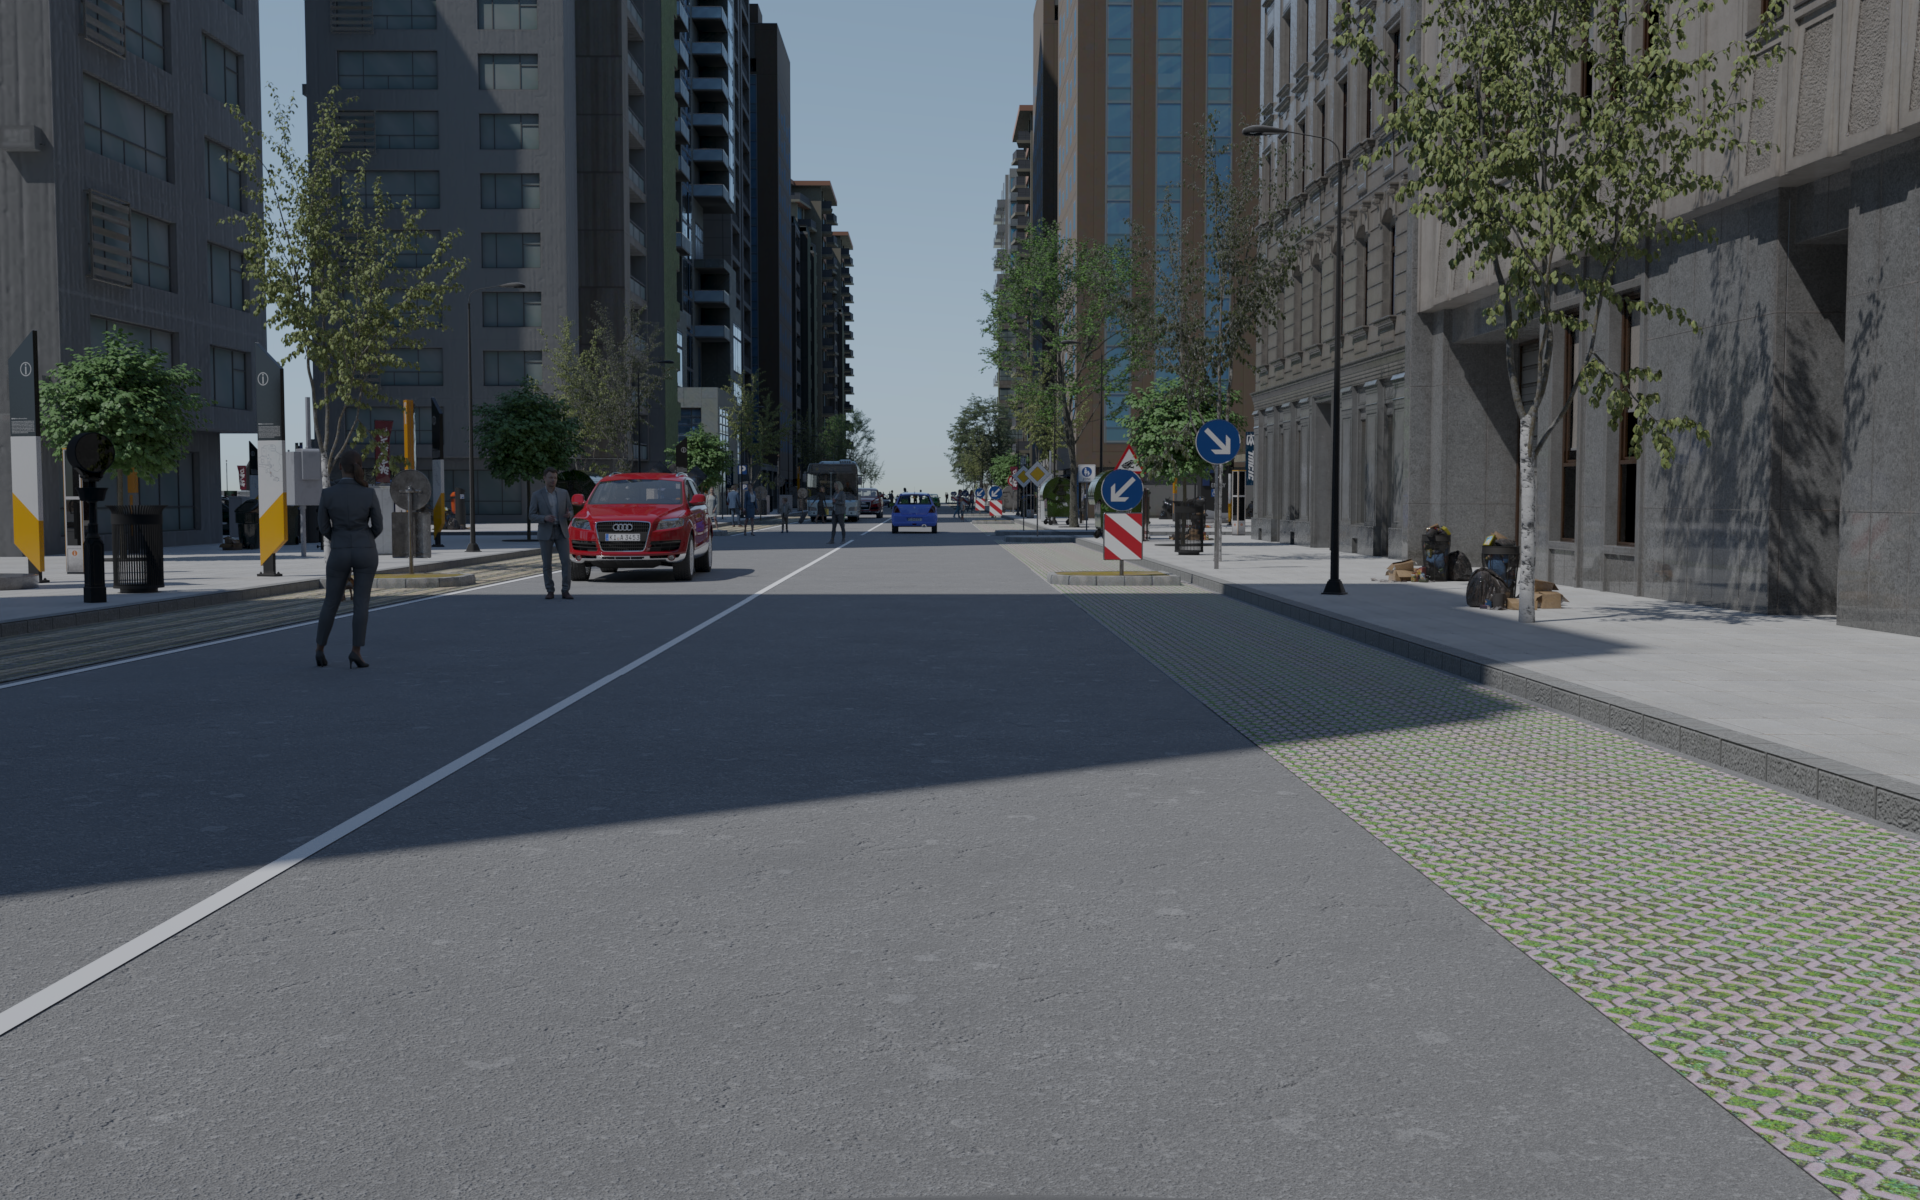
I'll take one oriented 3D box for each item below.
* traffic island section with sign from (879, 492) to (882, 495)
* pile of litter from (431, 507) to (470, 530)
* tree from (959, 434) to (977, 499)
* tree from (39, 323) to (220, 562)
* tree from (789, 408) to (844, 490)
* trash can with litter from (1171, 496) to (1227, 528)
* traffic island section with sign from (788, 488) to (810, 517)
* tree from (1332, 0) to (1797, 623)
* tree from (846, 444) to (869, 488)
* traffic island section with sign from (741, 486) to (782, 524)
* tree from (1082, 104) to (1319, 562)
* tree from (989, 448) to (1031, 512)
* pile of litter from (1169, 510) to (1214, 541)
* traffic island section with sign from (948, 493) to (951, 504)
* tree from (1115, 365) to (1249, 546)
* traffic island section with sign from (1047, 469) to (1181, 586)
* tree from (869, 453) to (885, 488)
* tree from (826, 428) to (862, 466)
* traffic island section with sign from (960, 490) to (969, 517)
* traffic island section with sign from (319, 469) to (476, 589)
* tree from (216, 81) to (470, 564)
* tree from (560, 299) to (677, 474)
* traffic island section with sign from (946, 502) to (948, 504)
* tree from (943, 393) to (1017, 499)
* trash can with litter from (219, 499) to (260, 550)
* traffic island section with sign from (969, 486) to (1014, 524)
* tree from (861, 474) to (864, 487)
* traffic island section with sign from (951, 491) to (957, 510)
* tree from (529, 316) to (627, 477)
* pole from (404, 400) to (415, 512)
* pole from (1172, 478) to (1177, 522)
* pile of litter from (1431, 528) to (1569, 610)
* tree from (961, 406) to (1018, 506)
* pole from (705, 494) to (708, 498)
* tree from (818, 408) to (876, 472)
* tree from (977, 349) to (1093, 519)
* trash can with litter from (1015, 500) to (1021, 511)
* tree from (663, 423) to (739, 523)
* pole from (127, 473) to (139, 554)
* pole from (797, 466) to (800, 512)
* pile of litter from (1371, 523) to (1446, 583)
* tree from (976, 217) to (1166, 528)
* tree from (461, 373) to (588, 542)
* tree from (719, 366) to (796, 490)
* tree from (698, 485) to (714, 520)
[{"bbox_3d":[-12.398,-15.977,269.854,1.989,1.847,2.006,0,4,-1],"label":"traffic island section with sign"},{"bbox_3d":[-18.325,-2.949,62.175,1.719,0.858,1.176,3,4,38],"label":"pile of litter"},{"bbox_3d":[2.118,-15.758,208.012,4.737,8.622,4.395,0,3,0],"label":"tree"},{"bbox_3d":[-16.121,-3.040,33.417,4.285,4.588,4.351,0,3,0],"label":"tree"},{"bbox_3d":[-12.866,-12.209,149.982,4.360,8.622,3.978,0,3,0],"label":"tree"},{"bbox_3d":[8.973,-3.357,65.939,1.678,1.210,2.233,-2,4,-34],"label":"trash can with litter"},{"bbox_3d":[-9.973,-6.211,110.171,1.989,1.847,2.006,0,4,-1],"label":"traffic island section with sign"},{"bbox_3d":[5.634,-4.065,16.826,4.737,8.622,4.395,0,3,0],"label":"tree"},{"bbox_3d":[-14.710,-17.310,233.375,4.360,8.622,3.978,0,3,0],"label":"tree"},{"bbox_3d":[-9.551,-4.562,83.219,1.989,1.847,2.006,0,4,-1],"label":"traffic island section with sign"},{"bbox_3d":[4.743,-5.046,32.860,4.360,8.622,3.978,0,3,0],"label":"tree"},{"bbox_3d":[3.681,-8.535,123.256,4.285,4.588,4.351,0,3,0],"label":"tree"},{"bbox_3d":[6.467,-2.105,48.389,1.176,0.858,1.719,0,4,-6],"label":"pile of litter"},{"bbox_3d":[-0.021,-10.939,187.477,1.989,1.847,2.006,0,4,-1],"label":"traffic island section with sign"},{"bbox_3d":[5.479,-3.622,42.929,4.285,4.588,4.351,0,3,0],"label":"tree"},{"bbox_3d":[2.418,-1.172,27.794,1.989,1.847,2.006,0,4,-1],"label":"traffic island section with sign"},{"bbox_3d":[-14.520,-18.949,260.174,4.360,8.622,3.978,0,3,0],"label":"tree"},{"bbox_3d":[-13.114,-14.879,193.638,4.737,8.622,4.395,0,3,0],"label":"tree"},{"bbox_3d":[1.146,-6.220,110.330,1.989,1.847,2.006,0,4,-1],"label":"traffic island section with sign"},{"bbox_3d":[-8.693,-1.126,27.044,1.989,1.847,2.006,0,4,-1],"label":"traffic island section with sign"},{"bbox_3d":[-11.401,-4.961,31.471,4.737,8.622,4.395,0,3,0],"label":"tree"},{"bbox_3d":[-12.646,-6.982,64.513,4.360,8.622,3.978,0,3,0],"label":"tree"},{"bbox_3d":[-0.856,-14.304,242.494,1.989,1.847,2.006,0,4,-1],"label":"traffic island section with sign"},{"bbox_3d":[2.768,-19.094,218.839,9.857,13.997,8.962,0,3,0],"label":"tree"},{"bbox_3d":[-16.481,-1.740,39.831,0.624,1.170,1.055,1,4,19],"label":"trash can with litter"},{"bbox_3d":[1.571,-4.543,82.904,1.989,1.847,2.006,0,4,-1],"label":"traffic island section with sign"},{"bbox_3d":[-14.089,-14.692,223.928,4.285,4.588,4.351,0,3,0],"label":"tree"},{"bbox_3d":[0.391,-9.266,160.127,1.989,1.847,2.006,0,4,-1],"label":"traffic island section with sign"},{"bbox_3d":[-15.603,-7.387,71.141,4.737,8.622,4.395,0,3,0],"label":"tree"},{"bbox_3d":[-11.960,-2.679,37.647,0.158,3.312,0.155,0,3,0],"label":"pole"},{"bbox_3d":[9.990,-5.298,80.462,0.158,3.312,0.155,0,3,0],"label":"pole"},{"bbox_3d":[6.430,-0.356,19.787,1.719,0.858,1.176,-3,5,-39],"label":"pile of litter"},{"bbox_3d":[2.938,-11.834,143.845,4.360,8.622,3.978,0,3,0],"label":"tree"},{"bbox_3d":[-14.940,-6.618,102.047,0.158,3.312,0.155,0,3,0],"label":"pole"},{"bbox_3d":[-13.580,-17.273,208.169,9.928,11.665,9.643,0,3,0],"label":"tree"},{"bbox_3d":[4.204,-8.359,87.031,4.737,8.622,4.395,0,3,0],"label":"tree"},{"bbox_3d":[4.615,-7.373,131.930,0.624,1.170,1.055,-3,4,-37],"label":"trash can with litter"},{"bbox_3d":[-11.604,-5.785,78.293,4.285,4.588,4.351,0,3,0],"label":"tree"},{"bbox_3d":[-17.794,-2.655,37.245,0.158,3.312,0.155,0,3,0],"label":"pole"},{"bbox_3d":[-11.808,-8.123,126.659,0.158,3.312,0.155,0,3,0],"label":"pole"},{"bbox_3d":[6.845,-0.713,25.617,1.719,0.858,1.176,-1,4,-10],"label":"pile of litter"},{"bbox_3d":[4.207,-8.577,65.986,9.928,11.665,9.643,0,3,0],"label":"tree"},{"bbox_3d":[-11.844,-3.877,47.103,4.285,4.588,4.351,0,3,0],"label":"tree"},{"bbox_3d":[-11.819,-9.134,99.706,4.737,8.622,4.395,0,3,0],"label":"tree"},{"bbox_3d":[-12.764,-5.560,85.515,1.663,3.219,1.824,0,3,0],"label":"tree"}]
